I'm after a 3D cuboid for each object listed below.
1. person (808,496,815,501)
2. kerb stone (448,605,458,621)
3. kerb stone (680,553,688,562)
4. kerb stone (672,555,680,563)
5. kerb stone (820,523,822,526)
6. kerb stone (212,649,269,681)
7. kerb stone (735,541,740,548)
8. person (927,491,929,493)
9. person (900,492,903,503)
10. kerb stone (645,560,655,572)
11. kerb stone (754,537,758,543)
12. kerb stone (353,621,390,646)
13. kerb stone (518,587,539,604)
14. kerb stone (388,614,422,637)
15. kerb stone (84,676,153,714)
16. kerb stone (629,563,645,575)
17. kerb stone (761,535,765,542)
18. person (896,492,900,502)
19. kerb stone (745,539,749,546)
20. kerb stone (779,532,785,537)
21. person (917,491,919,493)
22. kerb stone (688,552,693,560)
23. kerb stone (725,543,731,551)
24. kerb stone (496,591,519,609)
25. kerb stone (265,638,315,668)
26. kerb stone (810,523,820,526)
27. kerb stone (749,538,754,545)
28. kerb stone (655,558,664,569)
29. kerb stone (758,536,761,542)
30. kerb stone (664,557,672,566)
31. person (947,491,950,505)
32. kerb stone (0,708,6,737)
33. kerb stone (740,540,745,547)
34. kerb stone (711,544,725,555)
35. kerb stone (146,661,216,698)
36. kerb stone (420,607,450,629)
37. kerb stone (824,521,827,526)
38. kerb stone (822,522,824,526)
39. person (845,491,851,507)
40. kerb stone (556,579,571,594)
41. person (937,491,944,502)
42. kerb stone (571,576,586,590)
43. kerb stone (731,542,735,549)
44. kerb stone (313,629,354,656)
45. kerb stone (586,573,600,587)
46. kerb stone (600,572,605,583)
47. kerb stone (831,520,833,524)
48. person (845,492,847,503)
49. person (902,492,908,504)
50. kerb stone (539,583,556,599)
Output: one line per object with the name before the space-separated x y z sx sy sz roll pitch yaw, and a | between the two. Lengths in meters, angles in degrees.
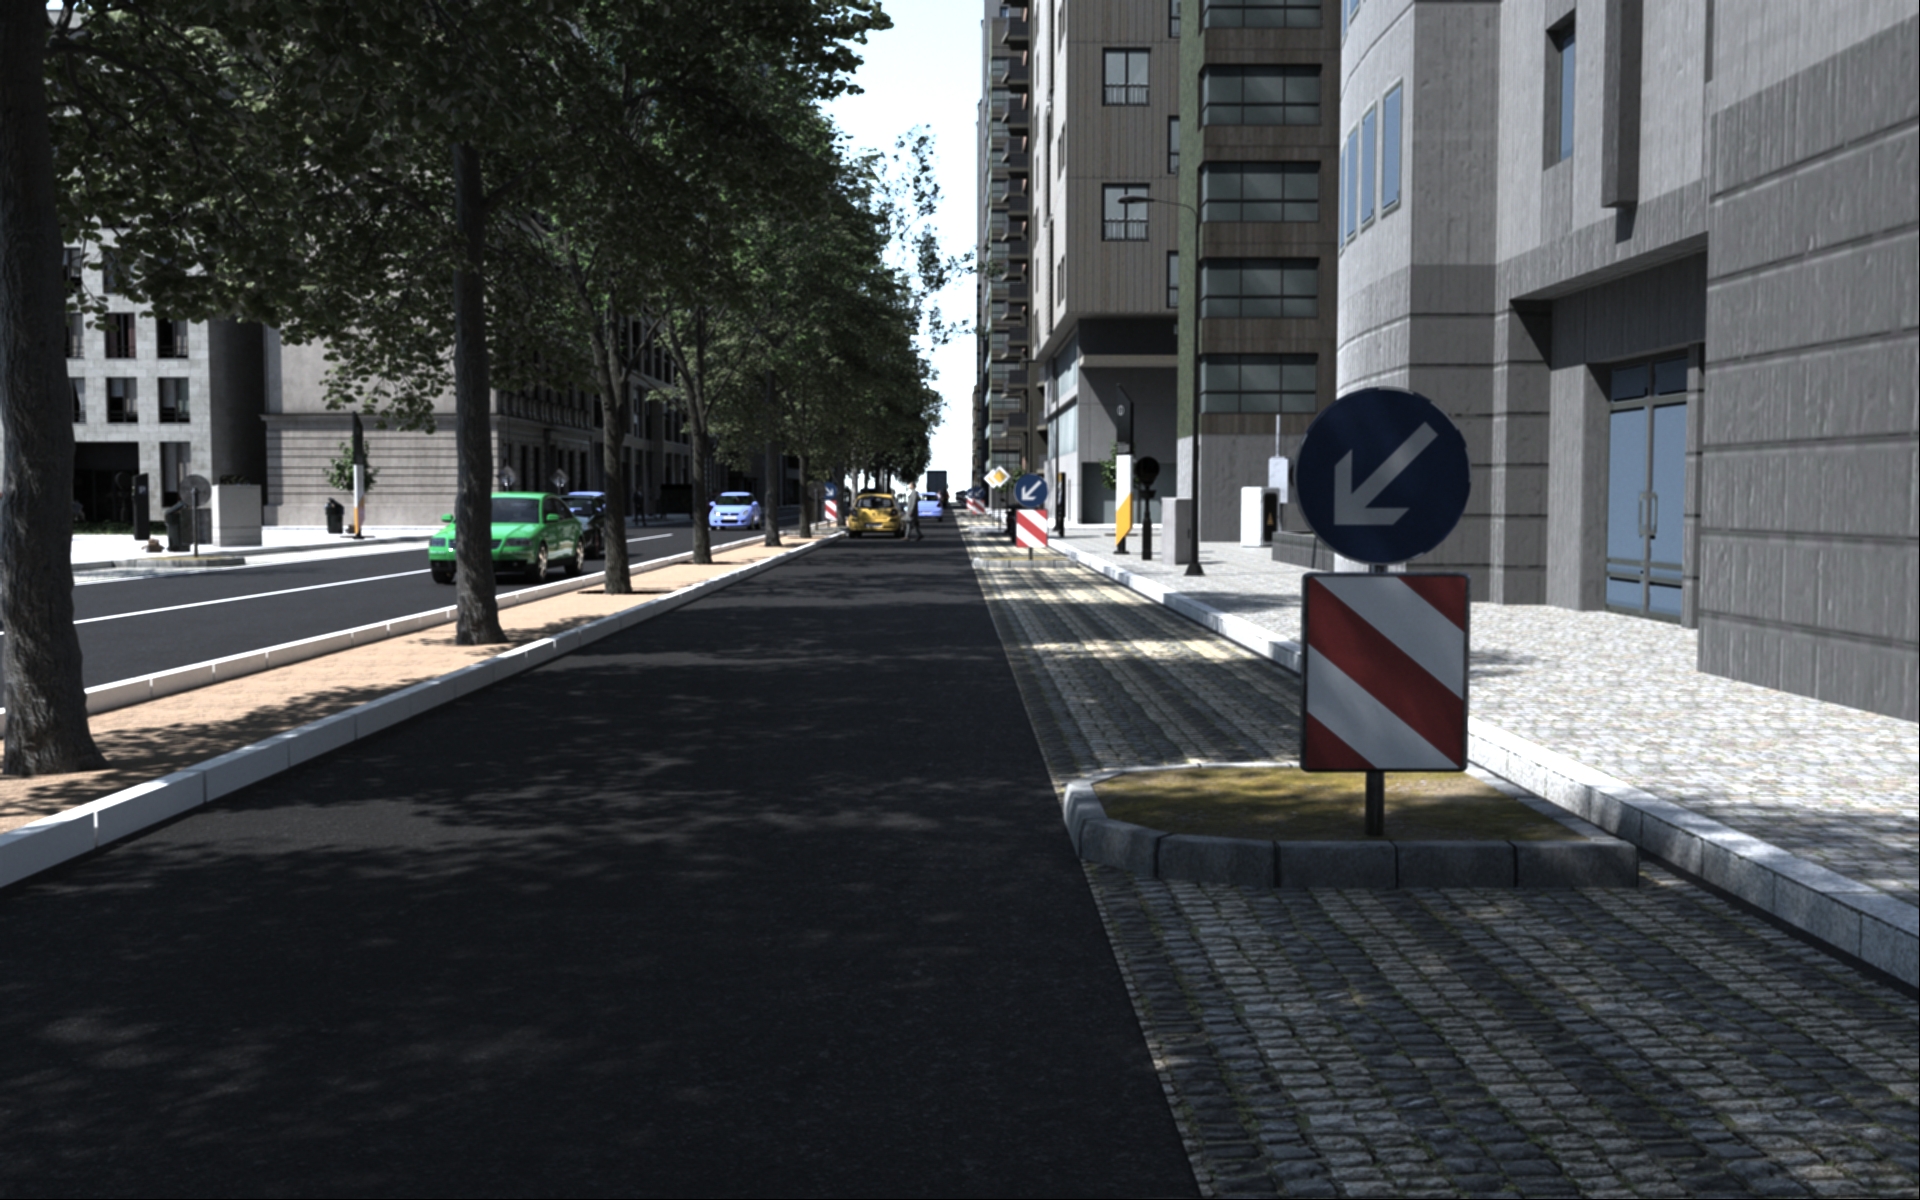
person | -12.331 -8.307 145.028 1.217 1.736 0.721 -1 4 -10
kerb stone | -5.754 0.149 19.780 0.120 0.150 1.000 0 4 0
kerb stone | -5.874 -0.855 36.175 0.120 0.150 1.000 0 4 0
kerb stone | -5.865 -0.789 35.151 0.120 0.150 1.000 0 4 0
kerb stone | -6.164 -3.208 74.649 0.120 0.150 1.000 0 4 0
kerb stone | -5.707 0.525 13.610 0.120 0.150 1.000 0 4 0
kerb stone | -5.945 -1.417 45.407 0.120 0.150 1.000 0 4 0
person | -3.105 -9.875 170.500 0.434 1.755 0.990 1 4 21
person | -9.853 -17.300 291.448 1.348 1.812 0.705 -1 4 -20
kerb stone | -5.840 -0.605 32.084 0.120 0.150 1.000 0 4 0
kerb stone | -5.976 -1.671 49.510 0.120 0.150 1.000 0 4 0
kerb stone | -5.736 0.340 16.677 0.120 0.150 1.000 0 4 0
kerb stone | -5.776 -0.041 22.865 0.120 0.150 1.000 0 4 0
kerb stone | -5.734 0.275 17.705 0.120 0.150 1.000 0 4 0
kerb stone | -5.693 0.651 11.558 0.120 0.150 1.000 0 4 0
kerb stone | -5.841 -0.538 31.062 0.120 0.150 1.000 0 4 0
kerb stone | -5.991 -1.793 51.569 0.120 0.150 1.000 0 4 0
person | -9.405 -15.667 265.587 0.756 1.711 0.436 -2 4 -30
kerb stone | -5.967 -1.545 47.456 0.120 0.150 1.000 0 4 0
kerb stone | -6.045 -2.236 58.752 0.120 0.150 1.000 0 4 0
person | -4.084 -9.447 163.673 0.721 1.735 1.217 1 4 13
kerb stone | -5.882 -0.918 37.197 0.120 0.150 1.000 0 4 0
kerb stone | -5.928 -1.286 43.349 0.120 0.150 1.000 0 4 0
kerb stone | -5.773 0.022 21.839 0.120 0.150 1.000 0 4 0
kerb stone | -5.713 0.463 14.632 0.120 0.150 1.000 0 4 0
kerb stone | -6.157 -3.145 73.624 0.120 0.150 1.000 0 4 0
kerb stone | -5.967 -1.608 48.483 0.120 0.150 1.000 0 4 0
kerb stone | -5.853 -0.667 33.106 0.120 0.150 1.000 0 4 0
kerb stone | -5.988 -1.734 50.542 0.120 0.150 1.000 0 4 0
kerb stone | -5.868 -0.730 34.128 0.120 0.150 1.000 0 4 0
person | -1.643 -13.712 232.627 0.705 1.831 1.348 -1 4 -21
kerb stone | -5.681 0.716 10.525 0.120 0.150 1.000 0 4 0
kerb stone | -5.953 -1.480 46.429 0.120 0.150 1.000 0 4 0
kerb stone | -5.929 -1.231 42.324 0.120 0.150 1.000 0 4 0
kerb stone | -5.699 0.588 12.582 0.120 0.150 1.000 0 4 0
kerb stone | -5.751 0.215 18.741 0.120 0.150 1.000 0 4 0
kerb stone | -6.185 -3.397 77.729 0.120 0.150 1.000 0 4 0
kerb stone | -6.168 -3.271 75.671 0.120 0.150 1.000 0 4 0
person | -12.443 -11.456 195.822 1.348 1.821 0.705 3 5 44
kerb stone | -5.798 -0.166 24.911 0.120 0.150 1.000 0 4 0
person | -1.775 -8.463 147.803 0.756 1.711 0.436 0 4 -3
kerb stone | -5.805 -0.229 25.933 0.120 0.150 1.000 0 4 0
kerb stone | -5.941 -1.356 44.371 0.120 0.150 1.000 0 4 0
kerb stone | -5.729 0.402 15.654 0.120 0.150 1.000 0 4 0
kerb stone | -5.805 -0.291 26.955 0.120 0.150 1.000 0 4 0
kerb stone | -5.817 -0.354 27.983 0.120 0.150 1.000 0 4 0
kerb stone | -6.214 -3.642 81.848 0.120 0.150 1.000 0 4 0
person | -17.312 -15.566 263.666 0.551 1.740 0.621 1 4 19
person | -7.802 -14.540 246.215 0.705 1.826 1.348 3 4 37
kerb stone | -5.783 -0.104 23.888 0.120 0.150 1.000 0 4 0
